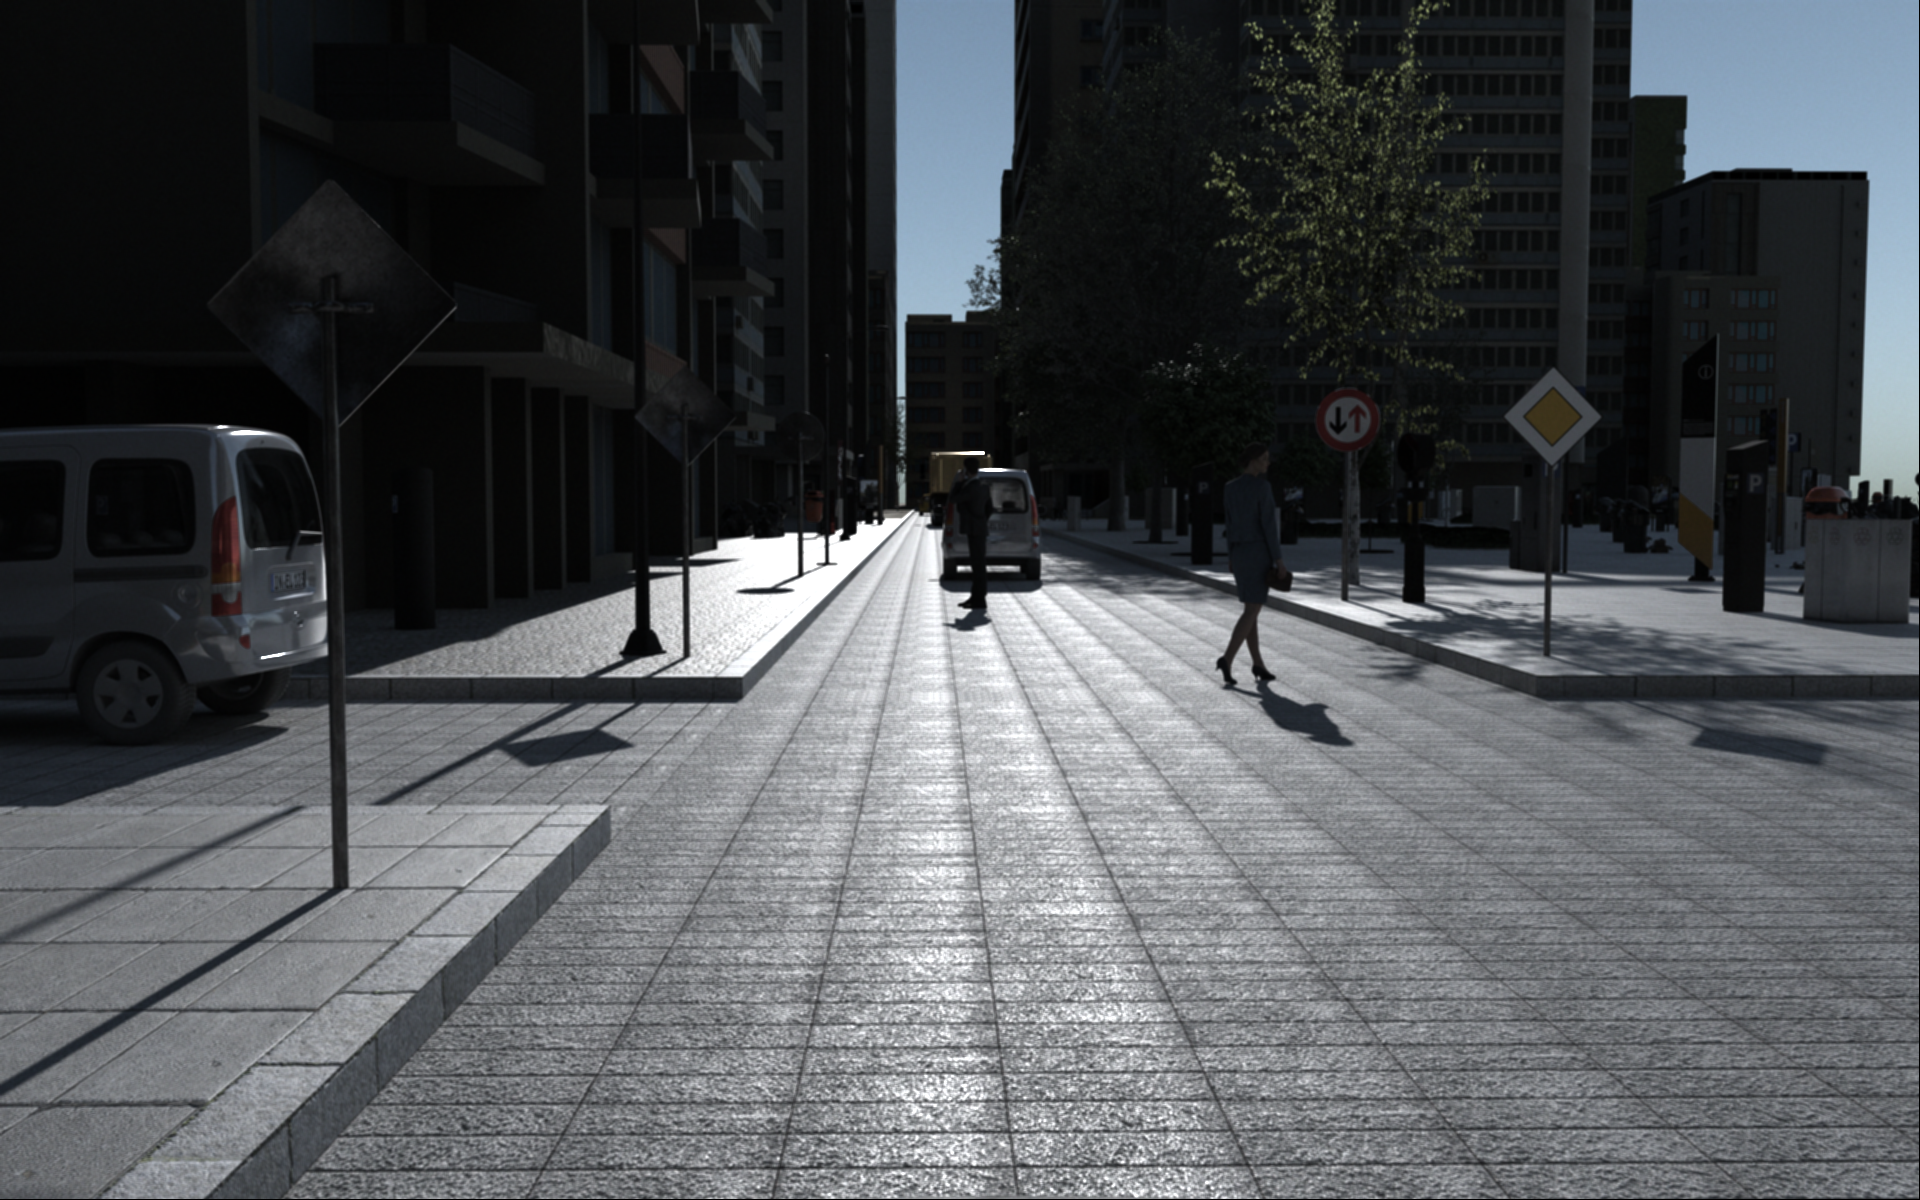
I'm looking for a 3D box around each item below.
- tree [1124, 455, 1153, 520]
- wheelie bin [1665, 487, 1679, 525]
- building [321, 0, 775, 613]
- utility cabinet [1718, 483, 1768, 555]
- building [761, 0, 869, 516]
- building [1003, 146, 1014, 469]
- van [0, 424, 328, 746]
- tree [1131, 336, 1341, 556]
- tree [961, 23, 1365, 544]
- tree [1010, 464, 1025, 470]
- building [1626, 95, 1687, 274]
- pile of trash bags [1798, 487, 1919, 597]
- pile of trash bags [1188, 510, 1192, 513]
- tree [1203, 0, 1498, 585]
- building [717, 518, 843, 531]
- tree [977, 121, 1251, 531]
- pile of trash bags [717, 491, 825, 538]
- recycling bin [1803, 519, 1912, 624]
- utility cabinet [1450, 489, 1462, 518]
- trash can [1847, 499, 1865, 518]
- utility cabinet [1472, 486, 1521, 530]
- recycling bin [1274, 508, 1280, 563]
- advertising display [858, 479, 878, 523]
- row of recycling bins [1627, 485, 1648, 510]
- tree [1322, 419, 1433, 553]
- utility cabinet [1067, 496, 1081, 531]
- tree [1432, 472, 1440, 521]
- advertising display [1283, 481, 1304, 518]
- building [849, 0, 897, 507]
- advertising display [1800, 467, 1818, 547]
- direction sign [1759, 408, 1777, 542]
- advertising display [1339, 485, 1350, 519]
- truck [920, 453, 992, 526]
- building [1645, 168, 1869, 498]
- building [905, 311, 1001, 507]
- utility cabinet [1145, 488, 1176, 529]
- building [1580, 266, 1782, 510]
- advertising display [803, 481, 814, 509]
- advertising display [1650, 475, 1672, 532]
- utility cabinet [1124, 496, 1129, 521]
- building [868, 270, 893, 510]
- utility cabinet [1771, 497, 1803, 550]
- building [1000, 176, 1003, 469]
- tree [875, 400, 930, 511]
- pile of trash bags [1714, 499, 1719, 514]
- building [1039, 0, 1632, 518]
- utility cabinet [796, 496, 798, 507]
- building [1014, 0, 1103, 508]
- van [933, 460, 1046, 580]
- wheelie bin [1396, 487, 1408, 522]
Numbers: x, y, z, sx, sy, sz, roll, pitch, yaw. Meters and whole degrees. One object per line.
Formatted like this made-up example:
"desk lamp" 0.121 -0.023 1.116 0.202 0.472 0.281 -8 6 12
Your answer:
"tree" 8.781 -5.615 86.413 1.663 3.219 1.824 0 3 0
"wheelie bin" 30.065 -3.985 73.066 0.693 1.594 0.980 -2 4 -27
"building" -15.109 -22.982 30.382 22.147 44.769 28.867 0 4 -1
"utility cabinet" 16.422 -1.689 36.288 1.173 1.500 0.318 -2 4 -30
"building" -12.361 -19.878 96.701 14.160 30.474 14.107 0 4 -1
"building" 11.187 -22.699 142.828 14.160 30.474 14.107 0 4 -1
"van" -6.061 -0.219 10.591 4.112 2.044 2.013 0 4 1
"tree" 5.192 -3.215 36.287 4.285 4.588 4.351 0 3 0
"tree" 5.226 -8.217 44.720 12.009 13.543 11.850 0 3 0
"tree" 3.634 -7.084 110.431 1.663 3.219 1.824 0 3 0
"building" 65.717 -30.437 181.238 14.086 41.232 14.154 0 4 -1
"pile of trash bags" 11.631 -0.750 22.021 3.447 1.369 1.912 -3 5 -41
"pile of trash bags" 11.695 -4.756 87.511 1.912 1.369 3.447 1 4 20
"tree" 5.514 -4.510 24.097 4.360 8.622 3.978 0 3 0
"building" -20.516 -22.915 66.548 32.217 40.220 23.993 0 4 -1
"tree" 5.350 -9.371 59.875 9.857 13.997 8.962 0 3 0
"pile of trash bags" -5.616 -2.563 51.651 3.447 1.369 1.912 1 4 20
"recycling bin" 9.047 -0.301 17.476 0.722 1.027 0.722 0 4 -5
"utility cabinet" 22.404 -4.251 78.189 0.318 1.500 1.173 2 4 27
"trash can" 27.152 -2.513 52.747 0.748 1.137 0.748 0 3 0
"utility cabinet" 14.916 -2.423 48.294 1.173 1.500 0.318 2 4 35
"recycling bin" 5.473 -1.201 32.186 0.722 1.027 0.722 3 4 38
"advertising display" -3.966 -4.309 75.663 0.974 1.923 0.123 -2 4 -28
"row of recycling bins" 32.382 -4.695 83.870 1.069 1.692 3.534 0 4 4
"tree" 9.048 -2.652 37.966 1.663 3.219 1.824 0 3 0
"utility cabinet" 3.964 -2.990 60.043 0.306 1.237 1.020 1 4 15
"tree" 21.901 -5.328 81.712 1.663 3.219 1.824 0 3 0
"advertising display" 15.936 -4.746 82.817 0.974 1.923 0.123 0 4 0
"building" -20.763 -39.174 182.499 28.212 58.520 21.231 0 4 -1
"advertising display" 20.616 -2.256 42.099 0.123 1.923 0.974 1 4 11
"direction sign" 21.525 -3.315 46.200 0.379 3.537 0.876 0 4 -1
"advertising display" 19.887 -5.111 88.778 0.974 1.923 0.123 3 5 41
"truck" -0.064 -5.165 80.365 3.469 3.379 9.791 0 4 -2
"building" 71.799 -23.598 157.531 14.107 30.474 14.160 0 4 -1
"building" 8.743 -20.963 187.790 28.899 21.520 27.650 0 4 -1
"utility cabinet" 7.296 -3.322 62.989 1.173 1.500 0.318 3 5 39
"building" 50.262 -18.708 150.915 28.899 21.520 27.650 0 4 -1
"advertising display" -7.673 -4.971 86.494 0.974 1.923 0.123 3 5 40
"advertising display" 24.023 -3.313 59.373 0.123 1.923 0.974 -1 4 -13
"utility cabinet" 7.789 -4.407 83.212 0.306 1.237 1.020 2 4 30
"building" -20.594 -18.690 150.622 28.899 21.520 27.650 0 4 -1
"utility cabinet" 19.136 -1.769 40.084 1.020 1.237 0.306 -3 5 -42
"building" 10.612 -23.560 156.901 14.160 30.474 14.107 0 4 -1
"tree" -4.651 -11.222 133.846 4.737 8.622 4.395 0 3 0
"pile of trash bags" 35.621 -4.417 81.968 3.447 1.369 1.912 -3 5 -43
"building" 21.175 -25.051 101.457 32.217 40.220 23.993 0 4 -1
"utility cabinet" -7.777 -4.682 87.709 1.020 1.237 0.306 1 4 20
"building" 15.044 -30.614 124.238 21.300 48.544 21.600 0 4 -1
"van" 0.527 -1.423 30.277 2.013 2.044 4.112 0 4 0
"wheelie bin" 19.794 -4.234 77.141 0.693 1.594 0.980 2 4 29
